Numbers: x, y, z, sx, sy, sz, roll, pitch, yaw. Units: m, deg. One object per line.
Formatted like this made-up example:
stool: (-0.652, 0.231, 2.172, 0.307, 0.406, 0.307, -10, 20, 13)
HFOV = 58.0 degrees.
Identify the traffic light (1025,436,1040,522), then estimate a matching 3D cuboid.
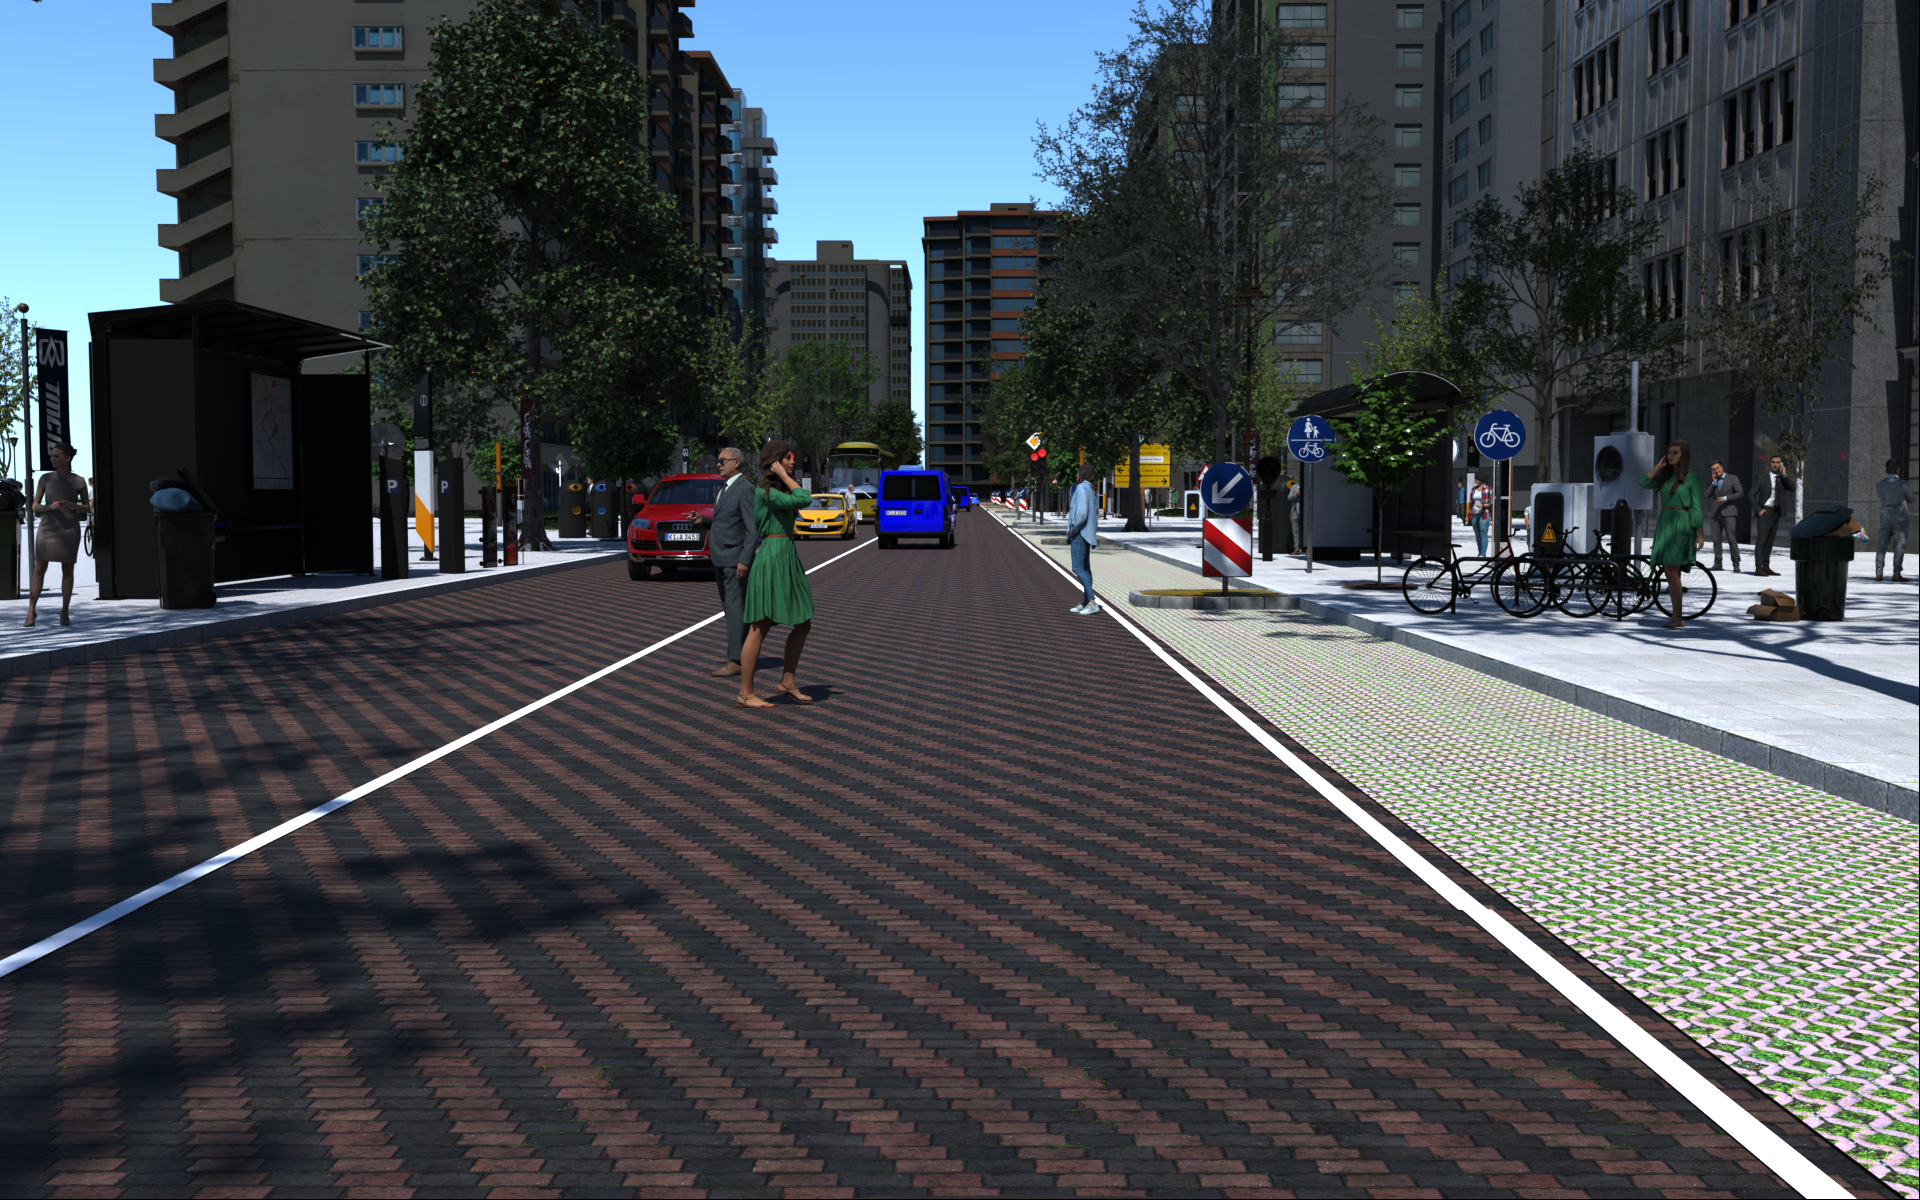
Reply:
traffic light: (3.397, -5.549, 79.654, 0.839, 4.253, 0.868, 0, 4, 0)

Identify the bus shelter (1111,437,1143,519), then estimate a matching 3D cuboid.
bus shelter: (9.238, -7.149, 94.520, 2.179, 5.291, 8.768, 0, 4, 0)

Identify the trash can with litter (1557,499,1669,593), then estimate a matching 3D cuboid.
trash can with litter: (8.684, -0.748, 23.291, 1.678, 1.210, 2.233, 2, 4, 34)

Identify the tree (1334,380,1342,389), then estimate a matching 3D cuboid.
tree: (16.106, -7.011, 64.991, 4.737, 8.622, 4.395, 0, 3, 0)

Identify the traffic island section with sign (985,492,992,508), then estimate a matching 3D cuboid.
traffic island section with sign: (3.849, -10.575, 181.522, 1.989, 1.847, 2.006, 0, 4, 0)

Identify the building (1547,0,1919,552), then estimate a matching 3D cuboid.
building: (25.590, -14.024, 47.313, 12.078, 24.808, 19.932, 0, 4, 0)

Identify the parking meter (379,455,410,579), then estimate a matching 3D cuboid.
parking meter: (-8.520, -1.248, 26.120, 0.399, 1.863, 0.255, 0, 4, -5)

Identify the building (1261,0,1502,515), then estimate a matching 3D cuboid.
building: (27.500, -26.611, 118.684, 14.154, 41.232, 14.086, 0, 4, 0)

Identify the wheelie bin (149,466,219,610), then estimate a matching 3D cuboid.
wheelie bin: (-8.712, -0.705, 19.432, 0.693, 1.594, 0.980, -2, 4, -29)

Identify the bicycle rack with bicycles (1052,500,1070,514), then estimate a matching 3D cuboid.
bicycle rack with bicycles: (6.917, -5.955, 110.750, 2.852, 0.926, 2.925, 3, 4, 38)

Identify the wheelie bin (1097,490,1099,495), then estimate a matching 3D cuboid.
wheelie bin: (9.552, -7.048, 123.150, 0.980, 1.594, 0.693, 0, 4, -2)

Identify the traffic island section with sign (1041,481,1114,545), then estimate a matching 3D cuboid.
traffic island section with sign: (3.316, -2.484, 49.237, 1.989, 1.847, 2.006, 0, 4, 0)

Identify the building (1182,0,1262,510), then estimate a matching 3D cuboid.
building: (30.126, -43.108, 143.060, 20.563, 71.187, 20.611, 0, 4, 0)

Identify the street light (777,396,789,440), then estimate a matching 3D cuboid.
street light: (-8.148, -6.553, 79.928, 0.468, 5.910, 1.993, 0, 4, 0)

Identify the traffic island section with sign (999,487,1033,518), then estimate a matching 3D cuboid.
traffic island section with sign: (3.548, -5.885, 104.851, 1.989, 1.847, 2.006, 0, 4, 0)

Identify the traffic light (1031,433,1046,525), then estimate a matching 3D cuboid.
traffic light: (3.365, -5.061, 71.669, 0.839, 4.253, 0.868, 0, 4, 0)

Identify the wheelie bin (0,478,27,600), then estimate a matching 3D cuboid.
wheelie bin: (-11.759, -0.806, 21.082, 0.693, 1.594, 0.980, -1, 4, -23)

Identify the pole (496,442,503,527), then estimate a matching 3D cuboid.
pole: (-18.083, -4.534, 67.967, 0.158, 3.312, 0.155, 0, 3, 0)

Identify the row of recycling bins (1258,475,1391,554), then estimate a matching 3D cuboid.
row of recycling bins: (8.230, -1.862, 37.559, 3.534, 1.692, 1.069, 0, 4, -5)

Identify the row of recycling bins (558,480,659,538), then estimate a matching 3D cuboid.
row of recycling bins: (-9.975, -2.656, 50.538, 3.534, 1.692, 1.069, 0, 4, 2)

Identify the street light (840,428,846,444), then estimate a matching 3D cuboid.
street light: (-7.966, -8.902, 118.330, 0.468, 5.910, 1.993, 0, 4, 0)

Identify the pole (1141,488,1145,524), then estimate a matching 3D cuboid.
pole: (7.636, -4.798, 72.296, 0.158, 3.312, 0.155, 0, 3, 0)

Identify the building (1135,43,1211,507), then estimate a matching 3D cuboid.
building: (30.575, -34.262, 183.880, 21.300, 48.544, 21.600, 0, 4, 0)

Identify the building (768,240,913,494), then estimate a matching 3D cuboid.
building: (-19.431, -35.246, 268.152, 23.993, 40.220, 32.217, 0, 4, 0)

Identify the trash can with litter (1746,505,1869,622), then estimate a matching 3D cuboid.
trash can with litter: (8.568, -0.376, 17.527, 1.055, 1.170, 0.624, -1, 4, -18)

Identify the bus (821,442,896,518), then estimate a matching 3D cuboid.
bus: (-4.786, -5.740, 85.392, 2.896, 3.916, 12.252, 0, 4, 1)

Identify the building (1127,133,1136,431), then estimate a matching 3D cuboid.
building: (31.340, -35.580, 205.437, 21.300, 48.544, 21.600, 0, 4, 0)

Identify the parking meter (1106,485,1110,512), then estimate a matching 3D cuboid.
parking meter: (9.613, -6.565, 113.051, 0.255, 1.863, 0.399, 1, 4, 10)

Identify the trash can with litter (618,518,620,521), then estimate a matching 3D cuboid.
trash can with litter: (-16.055, -4.408, 83.121, 1.678, 1.210, 2.233, 2, 4, 25)

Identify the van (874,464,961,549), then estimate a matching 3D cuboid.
van: (-1.147, -2.604, 46.963, 2.240, 2.365, 5.245, 0, 4, 2)

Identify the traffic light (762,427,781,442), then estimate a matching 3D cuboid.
traffic light: (-7.796, -5.063, 71.698, 0.839, 4.253, 0.868, 0, 4, 0)

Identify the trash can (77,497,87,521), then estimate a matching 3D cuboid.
trash can: (-41.444, -4.277, 81.583, 0.748, 1.137, 0.748, 0, 3, 0)

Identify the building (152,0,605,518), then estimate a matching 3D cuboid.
building: (-34.081, -29.308, 102.889, 21.300, 48.544, 21.600, 0, 4, 0)

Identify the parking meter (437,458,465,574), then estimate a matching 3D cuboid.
parking meter: (-8.210, -1.359, 27.936, 0.399, 1.863, 0.255, 3, 4, 36)

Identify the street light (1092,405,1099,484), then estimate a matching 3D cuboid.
street light: (5.406, -5.965, 70.316, 0.468, 5.910, 1.993, 0, 4, 0)

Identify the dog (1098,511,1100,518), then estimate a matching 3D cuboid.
dog: (7.301, -4.527, 91.752, 0.550, 0.427, 0.748, 1, 4, 13)

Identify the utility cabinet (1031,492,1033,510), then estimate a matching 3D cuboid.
utility cabinet: (5.999, -7.733, 135.106, 0.318, 1.500, 1.173, -2, 4, -32)

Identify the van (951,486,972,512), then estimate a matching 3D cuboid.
van: (-0.120, -8.353, 140.952, 2.240, 2.365, 5.245, 0, 4, 1)

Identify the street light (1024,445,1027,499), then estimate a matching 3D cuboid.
street light: (5.765, -11.110, 154.441, 0.468, 5.910, 1.993, 0, 4, 0)

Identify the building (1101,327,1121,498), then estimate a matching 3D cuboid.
building: (33.711, -35.251, 268.237, 23.993, 40.220, 32.217, 0, 4, 0)

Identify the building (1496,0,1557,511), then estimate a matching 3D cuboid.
building: (36.538, -25.453, 99.749, 14.086, 41.232, 14.154, 0, 4, 0)

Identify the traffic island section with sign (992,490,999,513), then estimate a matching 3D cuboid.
traffic island section with sign: (3.658, -7.548, 132.039, 1.989, 1.847, 2.006, 0, 4, 0)

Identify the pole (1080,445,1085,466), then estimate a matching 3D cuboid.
pole: (5.058, -4.762, 71.706, 0.158, 3.312, 0.155, 0, 3, 0)

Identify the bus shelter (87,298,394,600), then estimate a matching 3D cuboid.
bus shelter: (-9.673, -1.998, 23.954, 1.731, 3.624, 6.357, 0, 4, 0)

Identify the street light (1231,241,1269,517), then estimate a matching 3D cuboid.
street light: (5.311, -3.616, 31.914, 0.468, 5.910, 1.993, 0, 4, 0)

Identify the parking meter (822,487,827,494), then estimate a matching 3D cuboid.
parking meter: (-10.860, -8.135, 138.715, 0.399, 1.863, 0.255, 3, 4, 37)

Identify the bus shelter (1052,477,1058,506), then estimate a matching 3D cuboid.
bus shelter: (8.860, -10.438, 148.295, 2.179, 5.291, 8.768, 0, 4, 0)

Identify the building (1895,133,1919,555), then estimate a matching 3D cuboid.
building: (25.007, -9.987, 27.917, 10.561, 19.102, 19.286, 0, 4, 0)

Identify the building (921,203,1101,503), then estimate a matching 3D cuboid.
building: (7.156, -37.218, 263.136, 28.867, 44.769, 22.147, 0, 4, 0)

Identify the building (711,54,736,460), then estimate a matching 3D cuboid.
building: (-34.030, -31.477, 169.266, 22.147, 44.769, 28.867, 0, 4, 0)

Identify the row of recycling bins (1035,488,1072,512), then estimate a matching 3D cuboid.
row of recycling bins: (7.079, -7.230, 125.326, 3.534, 1.692, 1.069, 1, 4, 13)

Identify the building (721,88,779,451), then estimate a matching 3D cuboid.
building: (-37.106, -35.757, 204.239, 30.456, 49.044, 23.786, 0, 4, 0)

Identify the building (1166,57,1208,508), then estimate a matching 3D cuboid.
building: (26.715, -29.510, 166.088, 14.154, 41.232, 14.086, 0, 4, 0)

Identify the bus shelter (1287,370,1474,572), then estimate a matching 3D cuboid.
bus shelter: (7.351, -2.266, 30.966, 2.014, 3.302, 5.546, 0, 4, 0)

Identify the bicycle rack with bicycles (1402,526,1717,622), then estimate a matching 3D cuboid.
bicycle rack with bicycles: (6.560, -0.310, 18.447, 2.925, 0.926, 2.852, 3, 5, 40)

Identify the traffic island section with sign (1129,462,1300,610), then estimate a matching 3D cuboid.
traffic island section with sign: (3.209, -0.835, 22.282, 1.989, 1.847, 2.006, 0, 4, 0)

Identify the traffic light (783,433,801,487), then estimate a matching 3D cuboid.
traffic light: (-7.764, -5.551, 79.683, 0.839, 4.253, 0.868, 0, 4, 0)
